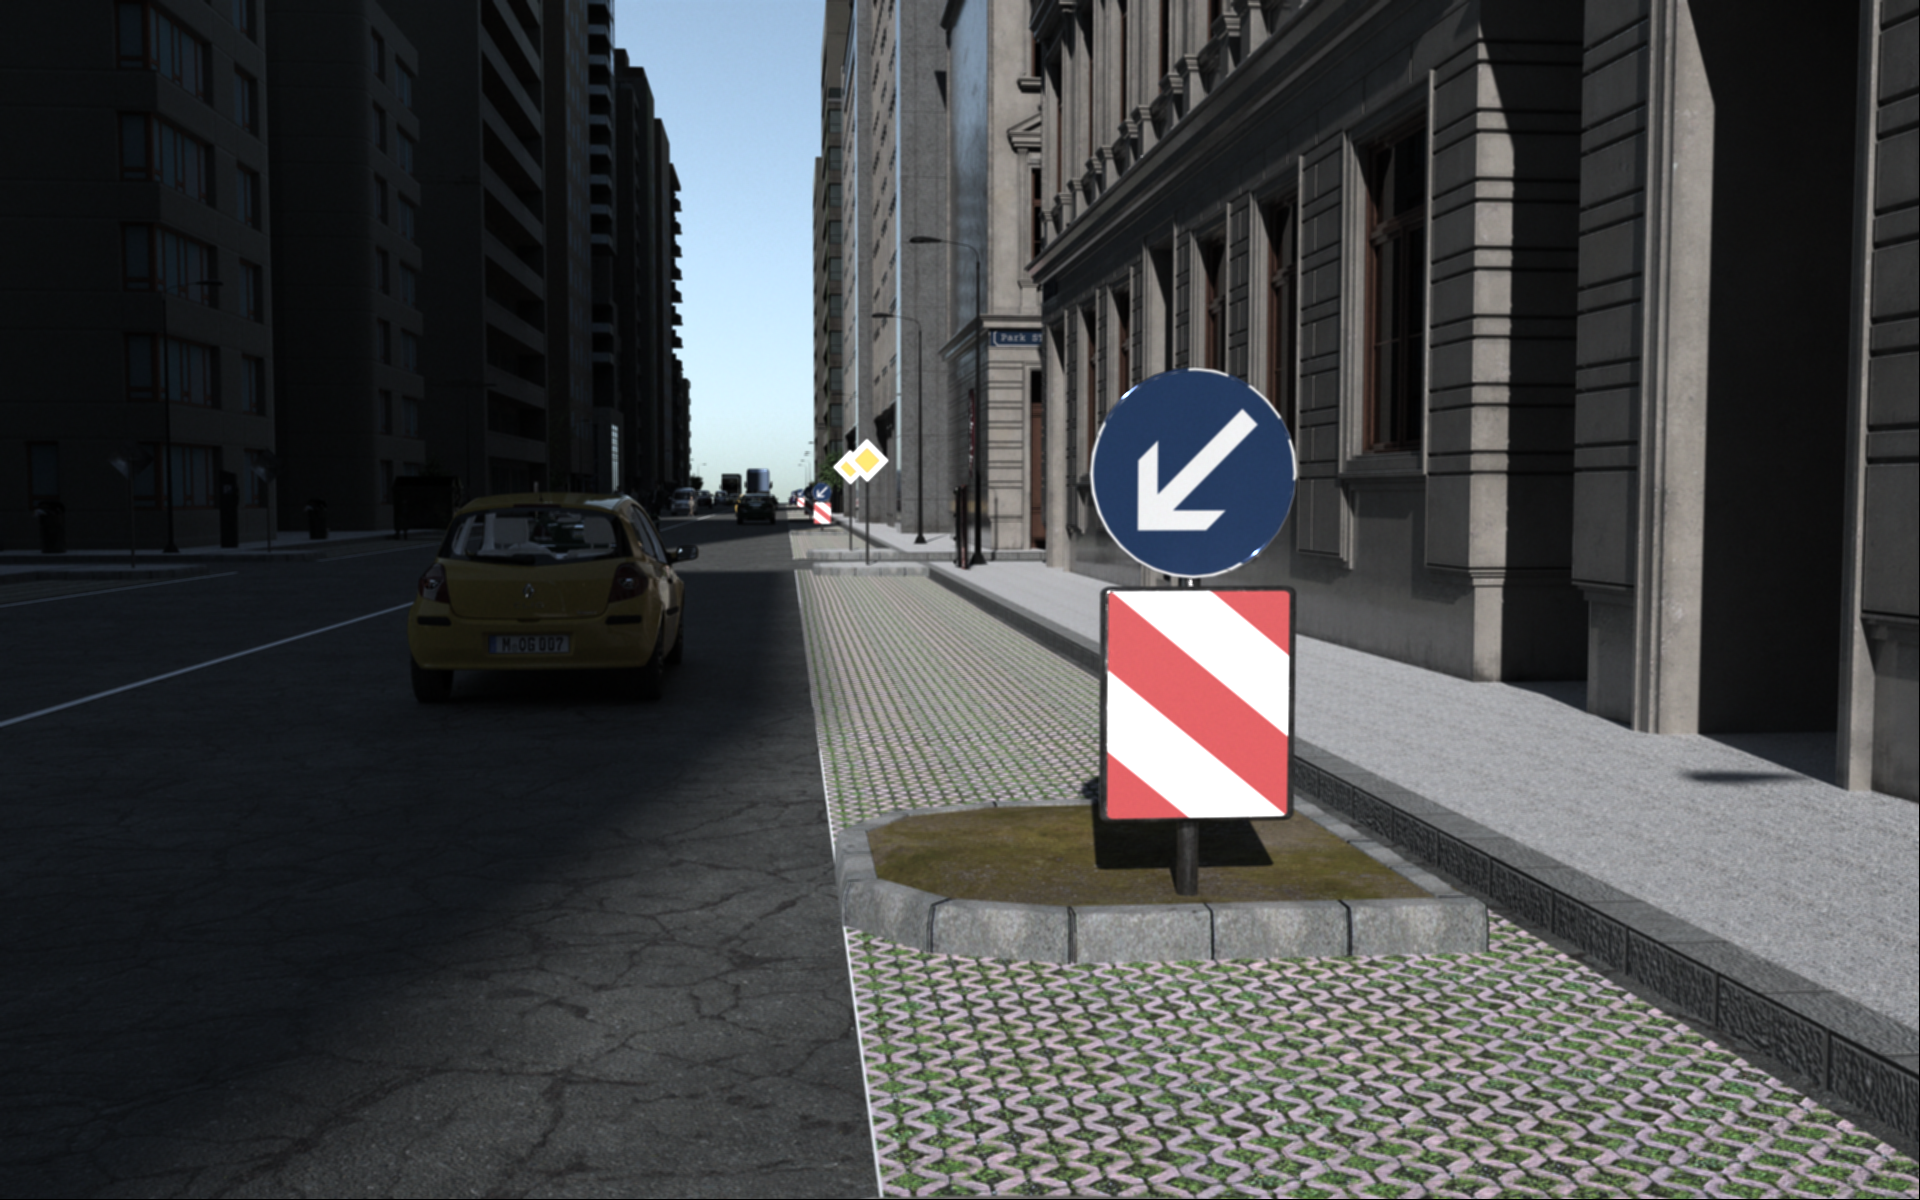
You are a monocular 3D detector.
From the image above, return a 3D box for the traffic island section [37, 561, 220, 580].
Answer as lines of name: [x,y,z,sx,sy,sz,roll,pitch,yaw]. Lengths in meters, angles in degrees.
traffic island section: [-14.381,-0.477,30.083,2.009,0.180,2.903,0,4,-6]

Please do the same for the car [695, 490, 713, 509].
car: [-25.629,-9.987,171.960,2.281,1.827,5.304,0,4,-7]

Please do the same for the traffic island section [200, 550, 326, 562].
traffic island section: [-15.185,-0.963,38.028,2.009,0.180,2.903,0,4,-6]

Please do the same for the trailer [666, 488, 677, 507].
trailer: [-28.347,-10.037,171.161,1.471,1.999,3.904,0,4,-6]

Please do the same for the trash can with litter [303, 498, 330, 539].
trash can with litter: [-18.278,-2.315,49.233,0.624,1.170,1.055,-1,4,-13]

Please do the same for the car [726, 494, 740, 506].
car: [-27.082,-12.098,208.023,2.015,1.641,3.980,0,4,-6]

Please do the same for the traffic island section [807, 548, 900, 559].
traffic island section: [-2.458,-1.041,39.307,2.009,0.180,2.903,0,4,-6]

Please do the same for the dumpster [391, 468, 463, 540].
dumpster: [-16.624,-3.003,54.054,1.985,2.255,1.502,0,4,-4]

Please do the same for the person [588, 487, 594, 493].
person: [-17.814,-4.534,83.226,0.643,1.750,0.593,0,4,4]

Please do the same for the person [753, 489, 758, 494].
person: [-17.560,-8.574,148.641,1.348,1.831,0.705,-1,4,-16]

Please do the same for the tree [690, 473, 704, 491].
tree: [-41.641,-17.551,270.675,4.285,4.588,4.351,0,3,0]

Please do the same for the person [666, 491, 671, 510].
person: [-25.569,-8.738,152.162,0.445,1.727,0.742,0,4,0]

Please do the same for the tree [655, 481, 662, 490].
tree: [-33.264,-11.869,188.664,1.663,3.219,1.824,0,3,0]

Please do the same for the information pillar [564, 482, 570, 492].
information pillar: [-24.751,-6.398,109.091,0.304,2.012,0.304,0,4,1]

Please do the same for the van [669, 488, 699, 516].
van: [-18.579,-6.710,116.727,2.013,2.044,4.112,0,4,-6]

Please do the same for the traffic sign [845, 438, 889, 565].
traffic sign: [-1.677,-1.691,31.283,0.795,2.450,0.064,0,4,-6]

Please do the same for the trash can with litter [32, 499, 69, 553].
trash can with litter: [-19.711,-1.601,37.564,0.624,1.170,1.055,-1,4,-21]

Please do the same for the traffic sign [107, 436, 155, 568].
traffic sign: [-14.358,-1.614,30.024,0.795,2.450,0.064,0,4,-6]

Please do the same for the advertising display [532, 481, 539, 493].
advertising display: [-21.853,-5.132,89.121,0.123,1.923,0.974,0,4,0]

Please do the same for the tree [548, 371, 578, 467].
tree: [-24.658,-9.237,101.387,4.737,8.622,4.395,0,3,0]

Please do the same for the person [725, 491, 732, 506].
person: [-28.289,-12.491,212.804,1.350,1.814,0.705,-3,5,-40]

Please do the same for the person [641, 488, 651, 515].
person: [-21.154,-6.695,118.050,1.350,1.814,0.705,1,4,13]

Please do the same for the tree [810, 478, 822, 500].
tree: [-17.006,-12.824,204.277,1.663,3.219,1.824,0,3,0]

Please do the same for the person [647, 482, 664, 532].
person: [-11.496,-3.526,65.509,0.648,1.900,0.474,-1,4,-14]

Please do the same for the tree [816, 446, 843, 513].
tree: [-8.019,-8.155,117.041,4.285,4.588,4.351,0,3,0]

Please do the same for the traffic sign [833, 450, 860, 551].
traffic sign: [-2.481,-2.176,39.228,0.795,2.450,0.064,0,4,-6]

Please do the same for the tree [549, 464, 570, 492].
tree: [-25.941,-7.126,111.119,1.663,3.219,1.824,0,3,0]

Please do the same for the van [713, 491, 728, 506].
van: [-30.144,-12.923,218.306,2.013,2.044,4.112,0,4,-4]

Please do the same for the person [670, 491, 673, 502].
person: [-25.650,-8.886,154.574,1.217,1.735,0.721,3,5,40]

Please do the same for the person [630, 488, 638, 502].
person: [-19.881,-5.925,105.477,0.635,1.810,0.391,2,4,28]

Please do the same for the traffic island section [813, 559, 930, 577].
traffic island section: [-1.654,-0.555,31.362,2.009,0.180,2.903,0,4,-6]

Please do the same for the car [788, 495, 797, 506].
car: [-20.461,-12.444,216.042,1.945,1.354,3.894,0,4,-7]

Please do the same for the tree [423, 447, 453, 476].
tree: [-22.049,-4.752,72.292,1.663,3.219,1.824,0,3,0]

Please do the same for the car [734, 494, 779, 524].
car: [-9.823,-4.389,83.565,2.131,1.459,4.920,0,4,-6]

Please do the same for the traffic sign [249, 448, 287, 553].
traffic sign: [-15.163,-2.099,37.969,0.795,2.450,0.064,0,4,-6]

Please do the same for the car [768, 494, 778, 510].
car: [-17.650,-8.981,158.838,2.014,1.417,4.499,0,4,-5]

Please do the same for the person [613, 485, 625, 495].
person: [-15.863,-4.389,80.359,0.679,1.850,0.850,0,4,-7]

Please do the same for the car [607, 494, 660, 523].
car: [-6.216,-1.083,29.509,2.131,1.459,4.920,0,4,-7]

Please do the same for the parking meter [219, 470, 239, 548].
parking meter: [-17.420,-2.177,41.303,0.399,1.863,0.255,-1,4,-11]

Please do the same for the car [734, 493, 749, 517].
car: [-13.512,-6.161,110.956,2.015,1.641,3.980,0,4,-5]

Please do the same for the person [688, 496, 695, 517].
person: [-16.825,-5.865,108.667,0.640,1.303,0.475,2,4,34]

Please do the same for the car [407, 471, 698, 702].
car: [-3.067,-0.195,13.406,2.015,1.641,3.980,0,4,-6]
